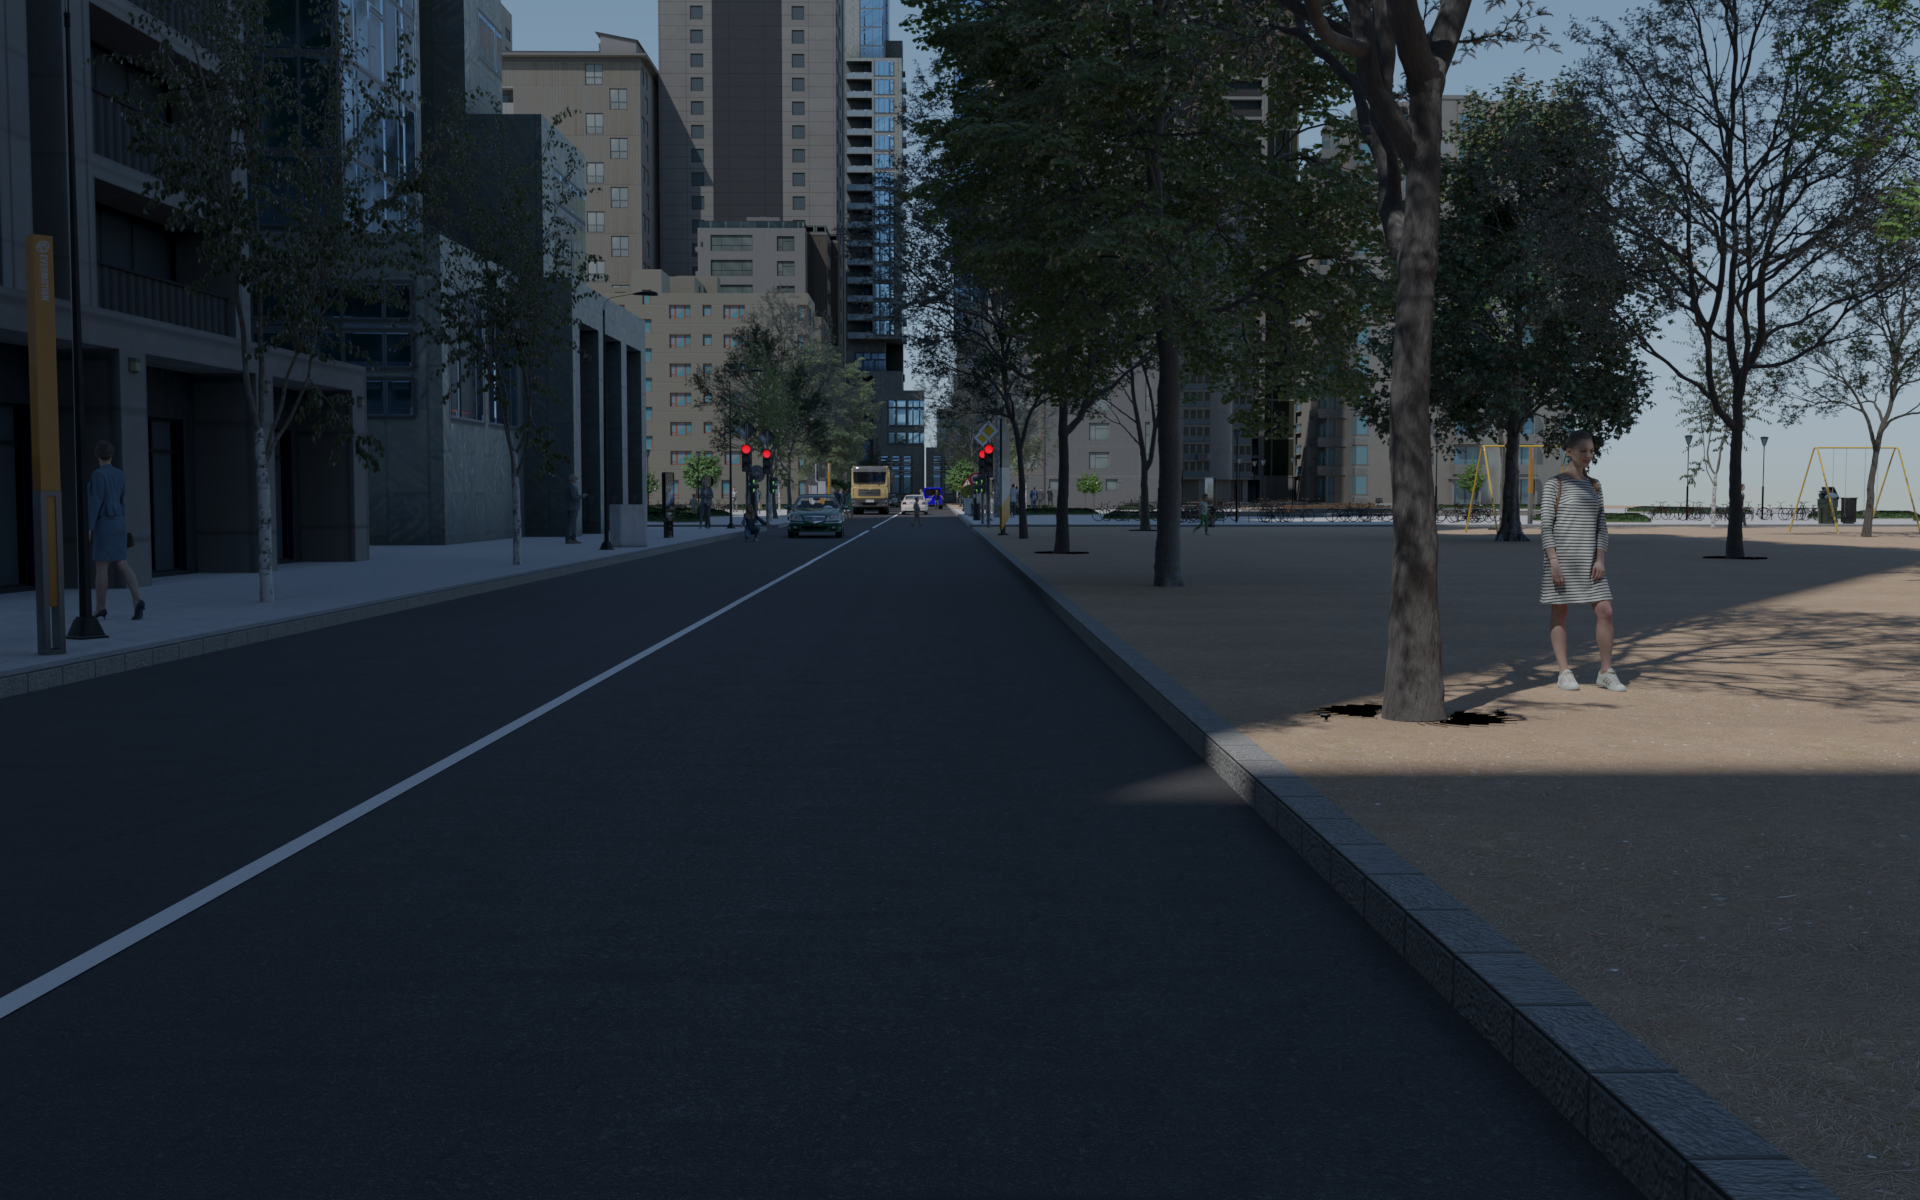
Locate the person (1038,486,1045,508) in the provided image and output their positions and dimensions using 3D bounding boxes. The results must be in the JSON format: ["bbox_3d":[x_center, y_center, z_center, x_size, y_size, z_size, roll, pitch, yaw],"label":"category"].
[{"bbox_3d":[5.984,-7.551,129.286,0.659,1.850,0.755,0,4,5],"label":"person"}]

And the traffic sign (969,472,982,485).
[{"bbox_3d":[0.937,-6.218,101.763,0.768,2.556,0.104,0,4,0],"label":"traffic sign"}]

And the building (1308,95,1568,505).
[{"bbox_3d":[58.925,-36.172,211.013,30.456,49.044,23.786,0,4,-1],"label":"building"}]

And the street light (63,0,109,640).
[{"bbox_3d":[-7.231,-2.611,15.227,1.470,5.913,1.316,0,4,-1],"label":"street light"}]

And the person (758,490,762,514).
[{"bbox_3d":[-12.601,-6.230,107.885,0.794,1.824,0.713,1,4,19],"label":"person"}]

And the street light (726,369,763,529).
[{"bbox_3d":[-7.986,-5.614,64.326,1.470,5.913,1.316,0,4,-1],"label":"street light"}]

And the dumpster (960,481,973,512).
[{"bbox_3d":[0.760,-7.512,125.307,1.502,2.255,1.985,0,4,-1],"label":"dumpster"}]

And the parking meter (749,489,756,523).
[{"bbox_3d":[-9.189,-4.199,77.064,0.372,1.533,0.369,0,3,0],"label":"parking meter"}]

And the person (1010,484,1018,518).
[{"bbox_3d":[2.888,-5.385,93.930,0.661,1.843,0.795,0,4,-5],"label":"person"}]

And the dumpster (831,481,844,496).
[{"bbox_3d":[-9.503,-7.803,130.072,1.502,2.255,1.985,0,4,-1],"label":"dumpster"}]

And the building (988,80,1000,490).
[{"bbox_3d":[9.912,-31.819,170.354,14.600,45.320,14.200,0,4,-1],"label":"building"}]

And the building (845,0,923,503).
[{"bbox_3d":[-20.570,-57.015,244.862,31.000,86.520,22.319,0,4,-1],"label":"building"}]

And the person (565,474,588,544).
[{"bbox_3d":[-9.924,-2.354,44.712,0.590,1.801,0.661,-2,4,-29],"label":"person"}]

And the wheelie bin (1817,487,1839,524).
[{"bbox_3d":[37.135,-4.048,74.093,0.693,1.594,0.980,-2,4,-24],"label":"wheelie bin"}]

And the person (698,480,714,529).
[{"bbox_3d":[-9.363,-3.528,63.911,0.537,1.800,0.526,0,4,7],"label":"person"}]

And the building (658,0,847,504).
[{"bbox_3d":[-24.670,-47.255,210.868,20.611,71.187,20.563,0,4,-1],"label":"building"}]

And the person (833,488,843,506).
[{"bbox_3d":[-6.871,-5.408,97.334,0.576,1.772,0.534,-1,4,-14],"label":"person"}]

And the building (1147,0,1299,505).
[{"bbox_3d":[37.191,-49.341,244.976,20.611,71.187,20.563,0,4,-1],"label":"building"}]

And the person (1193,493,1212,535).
[{"bbox_3d":[7.570,-2.678,54.084,0.590,1.304,0.306,2,4,25],"label":"person"}]

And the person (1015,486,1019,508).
[{"bbox_3d":[3.649,-6.366,110.307,0.511,1.800,0.466,1,4,13],"label":"person"}]

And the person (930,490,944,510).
[{"bbox_3d":[-2.146,-9.306,160.671,1.348,1.822,0.705,1,4,13],"label":"person"}]

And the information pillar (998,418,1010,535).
[{"bbox_3d":[1.386,-3.825,53.891,0.183,3.616,0.504,2,4,33],"label":"information pillar"}]

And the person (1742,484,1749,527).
[{"bbox_3d":[32.062,-3.837,71.018,0.659,1.850,0.755,-3,5,-42],"label":"person"}]

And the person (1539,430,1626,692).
[{"bbox_3d":[4.047,-0.265,11.387,0.512,1.701,0.522,-1,4,-13],"label":"person"}]

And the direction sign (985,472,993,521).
[{"bbox_3d":[1.419,-5.597,83.500,0.379,3.537,0.876,-1,4,-20],"label":"direction sign"}]

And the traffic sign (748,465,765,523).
[{"bbox_3d":[-8.900,-4.632,75.841,0.768,2.556,0.104,0,4,7],"label":"traffic sign"}]

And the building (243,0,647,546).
[{"bbox_3d":[-27.028,-45.143,50.761,31.000,86.520,22.319,0,4,-1],"label":"building"}]

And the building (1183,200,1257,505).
[{"bbox_3d":[18.698,-31.706,210.273,32.217,40.220,23.993,0,4,-1],"label":"building"}]

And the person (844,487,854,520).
[{"bbox_3d":[-6.093,-5.292,95.278,0.529,1.795,0.600,-1,4,-19],"label":"person"}]

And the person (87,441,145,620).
[{"bbox_3d":[-8.613,-0.704,17.575,0.654,1.822,0.581,2,4,25],"label":"person"}]

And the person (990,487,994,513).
[{"bbox_3d":[2.190,-6.457,112.161,0.519,1.759,0.362,-1,4,-15],"label":"person"}]

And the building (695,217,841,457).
[{"bbox_3d":[-20.107,-25.262,184.736,14.160,30.474,14.107,0,4,-1],"label":"building"}]

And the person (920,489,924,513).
[{"bbox_3d":[-2.865,-7.387,129.376,0.391,1.810,0.635,-1,4,-19],"label":"person"}]

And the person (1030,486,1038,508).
[{"bbox_3d":[4.789,-6.521,112.841,0.721,1.800,0.419,-2,4,-30],"label":"person"}]

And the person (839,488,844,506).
[{"bbox_3d":[-7.834,-6.444,114.039,0.419,1.800,0.721,0,4,-6],"label":"person"}]

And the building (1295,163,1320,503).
[{"bbox_3d":[58.288,-38.083,246.354,21.600,48.544,21.300,0,4,-1],"label":"building"}]

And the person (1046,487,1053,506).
[{"bbox_3d":[7.570,-8.541,145.049,0.648,1.900,0.474,2,4,25],"label":"person"}]

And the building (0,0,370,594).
[{"bbox_3d":[-21.570,-35.991,26.712,20.563,71.187,20.611,0,4,-1],"label":"building"}]

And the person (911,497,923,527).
[{"bbox_3d":[-1.913,-3.879,76.194,0.640,1.303,0.475,-3,4,-37],"label":"person"}]

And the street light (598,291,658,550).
[{"bbox_3d":[-7.587,-4.105,39.665,1.470,5.913,1.316,0,4,-1],"label":"street light"}]

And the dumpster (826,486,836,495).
[{"bbox_3d":[-9.588,-7.286,124.892,1.264,1.857,1.865,0,4,-1],"label":"dumpster"}]

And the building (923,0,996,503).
[{"bbox_3d":[10.652,-57.105,246.331,31.000,86.520,22.319,0,4,-1],"label":"building"}]

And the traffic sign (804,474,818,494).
[{"bbox_3d":[-9.419,-6.696,109.481,0.884,2.594,0.081,0,4,6],"label":"traffic sign"}]

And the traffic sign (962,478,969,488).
[{"bbox_3d":[0.604,-8.635,141.184,0.884,2.594,0.081,0,4,7],"label":"traffic sign"}]

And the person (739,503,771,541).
[{"bbox_3d":[-6.272,-2.376,52.844,1.012,1.151,0.738,-1,4,-14],"label":"person"}]

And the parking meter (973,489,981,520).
[{"bbox_3d":[0.821,-4.644,84.345,0.372,1.533,0.369,0,3,0],"label":"parking meter"}]

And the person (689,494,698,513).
[{"bbox_3d":[-12.923,-4.513,84.098,0.475,1.303,0.640,0,4,-1],"label":"person"}]

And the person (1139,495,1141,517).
[{"bbox_3d":[6.866,-3.314,64.904,0.332,1.250,0.352,2,4,24],"label":"person"}]

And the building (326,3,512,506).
[{"bbox_3d":[-75.342,-49.283,244.033,20.611,71.187,20.563,0,4,-1],"label":"building"}]

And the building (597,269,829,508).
[{"bbox_3d":[-27.094,-19.474,163.443,27.650,21.520,28.899,0,4,-1],"label":"building"}]

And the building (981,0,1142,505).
[{"bbox_3d":[12.688,-45.794,186.979,20.563,71.187,20.611,0,4,-1],"label":"building"}]

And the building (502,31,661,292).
[{"bbox_3d":[-48.656,-37.766,206.718,27.495,52.752,28.713,0,4,-1],"label":"building"}]

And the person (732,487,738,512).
[{"bbox_3d":[-16.499,-7.363,126.624,0.606,1.804,0.583,-1,4,-20],"label":"person"}]

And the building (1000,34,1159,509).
[{"bbox_3d":[10.567,-28.916,156.370,14.154,41.232,14.086,0,4,-1],"label":"building"}]

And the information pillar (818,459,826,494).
[{"bbox_3d":[-8.997,-7.447,113.118,0.504,3.616,0.183,-2,4,-30],"label":"information pillar"}]
